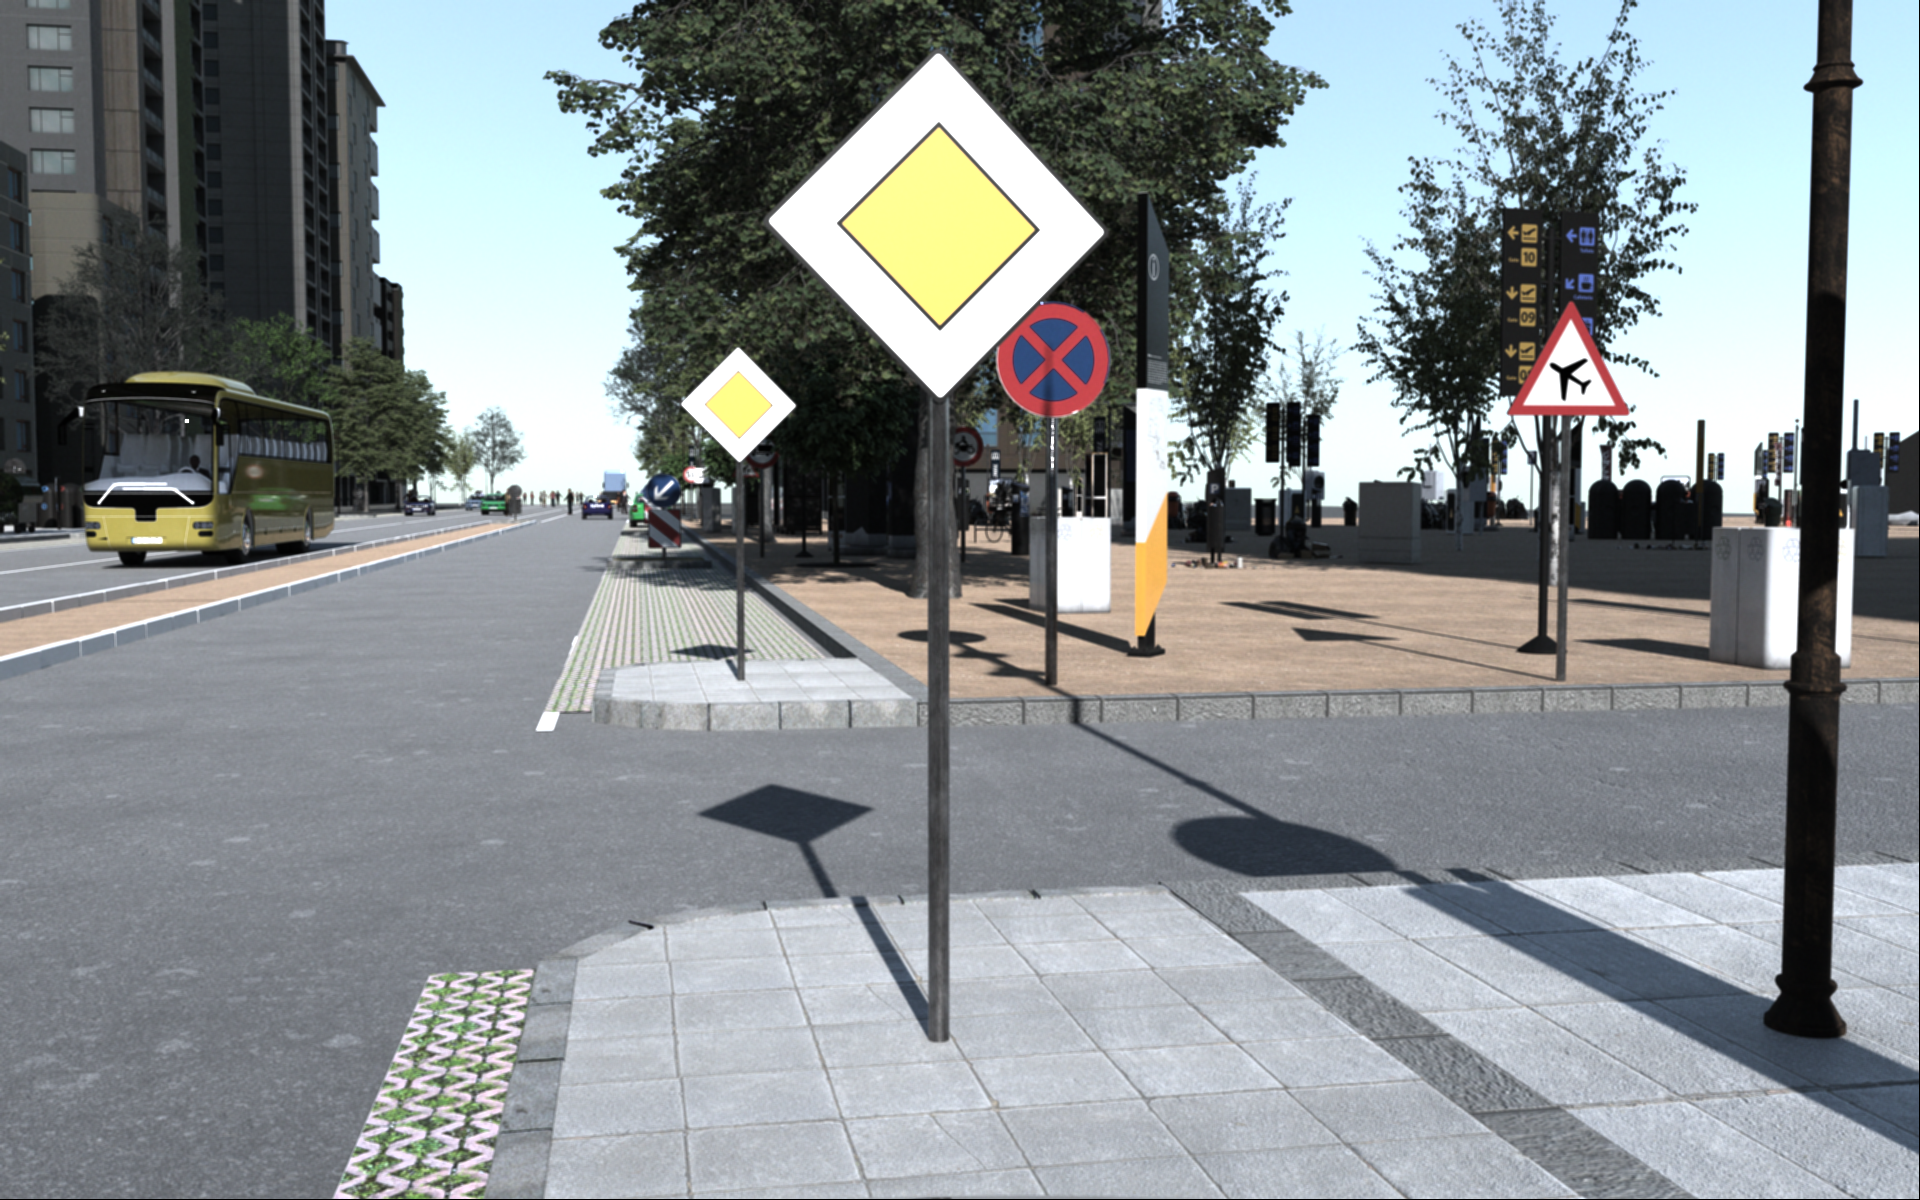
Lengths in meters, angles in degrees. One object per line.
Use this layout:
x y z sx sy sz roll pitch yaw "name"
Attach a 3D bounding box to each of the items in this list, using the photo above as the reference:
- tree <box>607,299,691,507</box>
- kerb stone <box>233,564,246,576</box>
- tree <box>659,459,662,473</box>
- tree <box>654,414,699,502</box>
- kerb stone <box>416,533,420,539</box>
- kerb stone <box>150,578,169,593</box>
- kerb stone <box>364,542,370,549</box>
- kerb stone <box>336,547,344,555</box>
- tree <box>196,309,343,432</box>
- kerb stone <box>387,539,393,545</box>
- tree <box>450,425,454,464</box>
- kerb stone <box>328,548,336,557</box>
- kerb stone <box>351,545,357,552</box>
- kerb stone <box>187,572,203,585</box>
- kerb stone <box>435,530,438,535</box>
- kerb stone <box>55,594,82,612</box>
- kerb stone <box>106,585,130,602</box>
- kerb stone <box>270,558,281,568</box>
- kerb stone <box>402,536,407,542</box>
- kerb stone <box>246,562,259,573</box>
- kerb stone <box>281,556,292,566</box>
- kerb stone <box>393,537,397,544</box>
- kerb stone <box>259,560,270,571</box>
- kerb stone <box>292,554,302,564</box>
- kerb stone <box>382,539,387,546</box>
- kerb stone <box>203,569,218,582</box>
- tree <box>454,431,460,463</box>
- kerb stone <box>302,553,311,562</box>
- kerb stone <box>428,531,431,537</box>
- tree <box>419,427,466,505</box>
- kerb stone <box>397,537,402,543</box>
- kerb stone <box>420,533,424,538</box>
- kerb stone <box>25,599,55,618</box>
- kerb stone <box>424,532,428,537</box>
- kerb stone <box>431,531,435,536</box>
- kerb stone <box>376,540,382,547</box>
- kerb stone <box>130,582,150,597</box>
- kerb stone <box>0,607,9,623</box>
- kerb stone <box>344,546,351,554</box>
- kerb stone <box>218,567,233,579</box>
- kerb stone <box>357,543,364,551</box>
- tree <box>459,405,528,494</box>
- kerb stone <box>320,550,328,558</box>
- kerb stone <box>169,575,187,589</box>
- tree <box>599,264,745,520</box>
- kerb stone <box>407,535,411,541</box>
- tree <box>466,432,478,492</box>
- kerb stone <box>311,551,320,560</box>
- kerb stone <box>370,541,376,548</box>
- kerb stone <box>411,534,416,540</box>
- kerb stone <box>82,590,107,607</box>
-30.052 -19.271 170.971 12.611 20.169 13.585 0 3 0 "tree"
-12.735 -0.499 30.354 0.120 0.150 1.000 -1 4 -10 "kerb stone"
-18.939 -8.222 118.145 4.285 4.588 4.351 0 3 0 "tree"
-24.215 -12.178 149.479 4.737 8.622 4.395 0 3 0 "tree"
-17.215 -1.980 54.568 0.120 0.150 1.000 -1 4 -10 "kerb stone"
-11.800 -0.185 25.315 0.120 0.150 1.000 -1 4 -10 "kerb stone"
-15.353 -1.361 44.482 0.120 0.150 1.000 -1 4 -10 "kerb stone"
-14.594 -1.117 40.452 0.120 0.150 1.000 -1 4 -10 "kerb stone"
-39.102 -10.585 98.818 9.928 11.665 9.643 0 3 0 "tree"
-16.101 -1.610 48.517 0.120 0.150 1.000 -1 4 -10 "kerb stone"
-47.728 -13.941 146.064 7.486 12.596 7.792 0 3 0 "tree"
-14.420 -1.055 39.445 0.120 0.150 1.000 -1 4 -10 "kerb stone"
-14.985 -1.240 42.471 0.120 0.150 1.000 -1 4 -10 "kerb stone"
-12.170 -0.314 27.326 0.120 0.150 1.000 -1 4 -10 "kerb stone"
-18.170 -2.287 59.608 0.120 0.150 1.000 -1 4 -10 "kerb stone"
-11.048 0.056 21.294 0.120 0.150 1.000 -1 4 -10 "kerb stone"
-11.418 -0.068 23.304 0.120 0.150 1.000 -1 4 -10 "kerb stone"
-13.302 -0.684 33.387 0.120 0.150 1.000 -1 4 -10 "kerb stone"
-16.666 -1.793 51.532 0.120 0.150 1.000 -1 4 -10 "kerb stone"
-12.920 -0.560 31.359 0.120 0.150 1.000 -1 4 -10 "kerb stone"
-13.487 -0.744 34.398 0.120 0.150 1.000 -1 4 -10 "kerb stone"
-16.290 -1.667 49.523 0.120 0.150 1.000 -1 4 -10 "kerb stone"
-13.105 -0.621 32.370 0.120 0.150 1.000 -1 4 -10 "kerb stone"
-13.670 -0.807 35.407 0.120 0.150 1.000 -1 4 -10 "kerb stone"
-15.919 -1.548 47.512 0.120 0.150 1.000 -1 4 -10 "kerb stone"
-12.368 -0.376 28.337 0.120 0.150 1.000 -1 4 -10 "kerb stone"
-49.313 -14.597 156.790 7.486 12.596 7.792 0 3 0 "tree"
-13.857 -0.870 36.423 0.120 0.150 1.000 -1 4 -10 "kerb stone"
-17.787 -2.161 57.587 0.120 0.150 1.000 -1 4 -10 "kerb stone"
-51.754 -13.418 169.745 4.737 8.622 4.395 0 3 0 "tree"
-16.473 -1.723 50.529 0.120 0.150 1.000 -1 4 -10 "kerb stone"
-17.416 -2.042 55.576 0.120 0.150 1.000 -1 4 -10 "kerb stone"
-10.867 0.119 20.284 0.120 0.150 1.000 -1 4 -10 "kerb stone"
-17.599 -2.100 56.582 0.120 0.150 1.000 -1 4 -10 "kerb stone"
-17.972 -2.225 58.599 0.120 0.150 1.000 -1 4 -10 "kerb stone"
-15.725 -1.486 46.496 0.120 0.150 1.000 -1 4 -10 "kerb stone"
-11.613 -0.129 24.309 0.120 0.150 1.000 -1 4 -10 "kerb stone"
-10.680 0.178 19.278 0.120 0.150 1.000 -1 4 -10 "kerb stone"
-14.795 -1.174 41.461 0.120 0.150 1.000 -1 4 -10 "kerb stone"
-12.546 -0.437 29.343 0.120 0.150 1.000 -1 4 -10 "kerb stone"
-15.159 -1.298 43.478 0.120 0.150 1.000 -1 4 -10 "kerb stone"
-63.708 -19.896 235.662 12.009 13.543 11.850 0 3 0 "tree"
-14.230 -0.993 38.432 0.120 0.150 1.000 -1 4 -10 "kerb stone"
-11.982 -0.252 26.322 0.120 0.150 1.000 -1 4 -10 "kerb stone"
-12.978 -10.807 87.058 12.009 13.543 11.850 0 3 0 "tree"
-16.857 -1.850 52.553 0.120 0.150 1.000 -1 4 -10 "kerb stone"
-58.537 -15.465 203.210 4.737 8.622 4.395 0 3 0 "tree"
-14.039 -0.932 37.428 0.120 0.150 1.000 -1 4 -10 "kerb stone"
-15.544 -1.423 45.486 0.120 0.150 1.000 -1 4 -10 "kerb stone"
-17.035 -1.918 53.559 0.120 0.150 1.000 -1 4 -10 "kerb stone"
-11.234 -0.004 22.299 0.120 0.150 1.000 -1 4 -10 "kerb stone"
